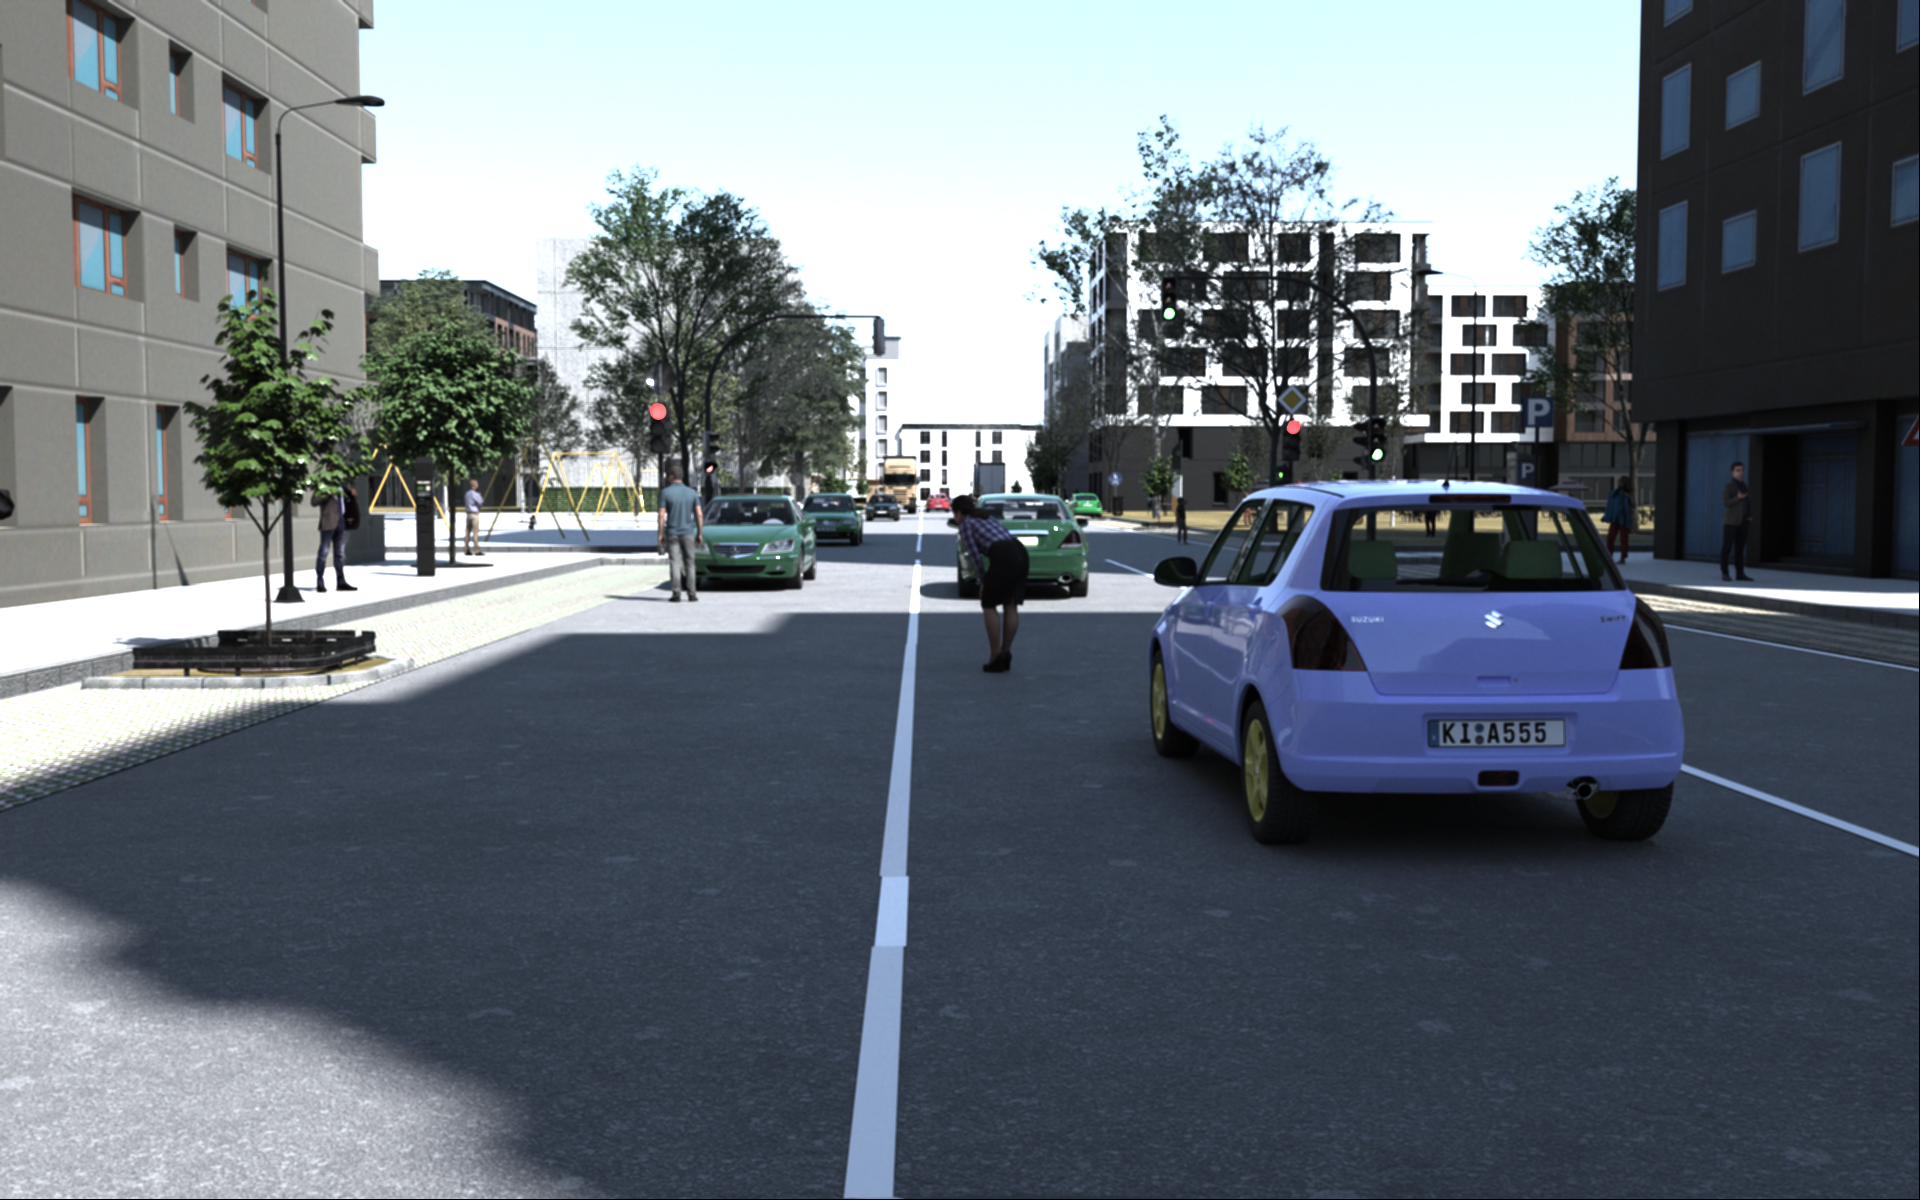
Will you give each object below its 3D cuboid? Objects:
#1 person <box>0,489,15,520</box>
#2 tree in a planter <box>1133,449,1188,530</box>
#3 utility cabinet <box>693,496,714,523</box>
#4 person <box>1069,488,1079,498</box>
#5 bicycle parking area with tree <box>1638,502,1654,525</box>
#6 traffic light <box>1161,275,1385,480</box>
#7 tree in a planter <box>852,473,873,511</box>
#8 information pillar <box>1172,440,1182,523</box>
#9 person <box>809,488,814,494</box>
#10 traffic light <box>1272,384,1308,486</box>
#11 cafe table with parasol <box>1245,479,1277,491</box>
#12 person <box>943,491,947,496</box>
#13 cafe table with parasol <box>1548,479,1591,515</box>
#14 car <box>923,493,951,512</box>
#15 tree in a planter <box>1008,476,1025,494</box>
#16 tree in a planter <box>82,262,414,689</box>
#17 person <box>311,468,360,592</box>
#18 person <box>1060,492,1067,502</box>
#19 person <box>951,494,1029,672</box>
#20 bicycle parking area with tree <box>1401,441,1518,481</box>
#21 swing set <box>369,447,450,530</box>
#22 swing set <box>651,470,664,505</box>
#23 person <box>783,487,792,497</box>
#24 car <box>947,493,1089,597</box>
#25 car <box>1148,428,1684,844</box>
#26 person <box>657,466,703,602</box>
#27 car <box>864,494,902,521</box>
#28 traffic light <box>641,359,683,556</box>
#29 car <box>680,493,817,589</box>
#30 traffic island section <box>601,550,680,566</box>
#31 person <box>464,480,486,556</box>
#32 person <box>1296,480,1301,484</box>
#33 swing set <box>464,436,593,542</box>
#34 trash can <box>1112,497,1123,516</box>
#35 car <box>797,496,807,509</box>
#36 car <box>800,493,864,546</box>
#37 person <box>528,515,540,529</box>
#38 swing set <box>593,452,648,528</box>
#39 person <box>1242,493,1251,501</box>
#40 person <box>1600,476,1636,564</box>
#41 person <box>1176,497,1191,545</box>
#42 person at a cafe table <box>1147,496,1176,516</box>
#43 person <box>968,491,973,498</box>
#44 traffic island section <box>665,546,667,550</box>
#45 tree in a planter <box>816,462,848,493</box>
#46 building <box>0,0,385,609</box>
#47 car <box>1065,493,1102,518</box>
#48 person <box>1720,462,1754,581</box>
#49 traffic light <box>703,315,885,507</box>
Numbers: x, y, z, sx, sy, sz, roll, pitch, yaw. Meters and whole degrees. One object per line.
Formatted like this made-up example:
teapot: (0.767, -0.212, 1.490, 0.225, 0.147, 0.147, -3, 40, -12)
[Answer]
person: (-9.098, -0.490, 15.931, 0.662, 1.594, 0.647, 1, 4, 19)
tree in a planter: (7.944, -4.390, 68.996, 1.991, 3.239, 1.994, 0, 4, -1)
utility cabinet: (-8.647, -2.955, 59.482, 1.020, 1.237, 0.306, 0, 4, -2)
person: (9.448, -8.235, 141.200, 1.217, 1.766, 0.721, -1, 4, -16)
bicycle parking area with tree: (32.878, -5.147, 71.163, 9.016, 4.147, 8.231, -2, 4, -25)
traffic light: (6.526, -3.760, 36.149, 4.771, 5.953, 1.251, 0, 4, -1)
tree in a planter: (-8.254, -9.088, 145.816, 1.991, 3.239, 1.994, 0, 4, -1)
information pillar: (9.453, -5.141, 75.404, 0.504, 3.616, 0.183, 3, 5, 41)
person: (-11.202, -7.522, 129.473, 0.568, 1.767, 0.683, -1, 4, -15)
traffic light: (8.445, -3.388, 44.318, 0.839, 4.253, 0.868, 0, 4, -1)
cafe table with parasol: (14.256, -4.641, 80.750, 2.610, 1.966, 2.610, 0, 4, 2)
person: (-1.468, -9.290, 161.305, 0.541, 1.710, 0.530, 0, 4, 1)
cafe table with parasol: (28.525, -4.660, 81.063, 2.610, 1.966, 2.610, -1, 4, -13)
car: (-1.781, -7.782, 136.270, 2.155, 1.783, 4.494, 0, 4, -3)
tree in a planter: (5.710, -10.813, 174.014, 1.991, 3.239, 1.994, 0, 4, -1)
tree in a planter: (-5.442, -0.998, 13.540, 1.991, 3.239, 1.994, 0, 4, -1)
person: (-8.170, -0.968, 22.695, 0.431, 1.722, 0.655, 2, 4, 28)
person: (8.882, -8.661, 148.202, 0.990, 1.755, 0.434, -3, 5, -45)
person: (0.223, -0.138, 13.996, 0.697, 1.427, 0.421, 3, 4, 36)
bicycle parking area with tree: (29.188, -6.663, 95.944, 9.016, 4.147, 8.231, 0, 4, -6)
swing set: (-17.346, -3.384, 52.953, 2.862, 2.851, 3.119, -2, 4, -31)
swing set: (-19.996, -7.126, 114.138, 3.119, 2.851, 2.862, -2, 4, -26)
person: (-11.825, -6.885, 119.055, 0.568, 1.767, 0.683, 1, 4, 14)
car: (0.870, -0.840, 25.537, 2.131, 1.459, 4.920, 0, 4, 0)
car: (1.968, 0.071, 8.429, 1.945, 1.707, 3.694, 0, 4, -3)
person: (-3.729, -0.884, 23.079, 0.598, 1.807, 0.434, -1, 4, -11)
car: (-4.113, -5.063, 92.569, 2.009, 1.686, 4.222, 0, 4, 0)
traffic light: (-6.202, -2.880, 36.004, 0.839, 4.253, 0.868, 0, 4, -1)
car: (-3.307, -0.965, 27.581, 2.131, 1.459, 4.920, 0, 4, -1)
traffic island section: (-6.243, -0.847, 36.137, 2.009, 0.180, 2.903, 0, 4, -1)
person: (-10.126, -1.710, 36.068, 0.516, 1.574, 0.319, 3, 5, 41)
person: (12.627, -3.568, 64.512, 0.598, 1.807, 0.434, -2, 4, -28)
swing set: (-12.109, -3.092, 48.173, 2.862, 2.851, 3.119, -2, 4, -26)
trash can: (9.270, -5.509, 101.733, 0.748, 1.137, 0.748, 0, 3, 0)
car: (-7.219, -4.619, 87.884, 2.083, 1.381, 4.827, 0, 4, -1)
car: (-3.703, -2.477, 49.298, 1.959, 1.807, 4.718, 0, 4, -1)
person: (-15.394, -2.818, 62.593, 0.357, 0.543, 0.381, 1, 4, 21)
swing set: (-14.050, -4.147, 65.419, 3.119, 2.851, 2.862, 2, 4, 26)
person: (12.111, -3.847, 72.855, 0.435, 1.345, 0.340, -3, 4, -38)
person: (12.049, -1.465, 31.701, 0.444, 1.614, 0.593, -1, 4, -11)
person: (6.343, -2.250, 49.190, 0.340, 1.345, 0.435, 2, 4, 26)
person at a cafe table: (11.668, -5.501, 100.796, 1.698, 1.238, 1.726, -3, 5, -44)
person: (1.169, -11.119, 191.119, 1.217, 1.723, 0.721, 0, 4, 1)
traffic island section: (-6.413, -1.336, 44.121, 2.009, 0.180, 2.903, 0, 4, -1)
tree in a planter: (-7.218, -6.098, 96.924, 1.991, 3.239, 1.994, 0, 4, -1)
building: (-25.155, -10.604, 18.410, 28.899, 21.520, 27.650, 0, 4, -1)
car: (7.089, -5.558, 99.667, 1.959, 1.807, 4.718, 0, 4, -2)
person: (11.535, -1.157, 25.492, 0.617, 1.759, 0.750, -1, 4, -12)
traffic light: (-4.283, -4.245, 44.066, 4.771, 5.953, 1.251, 0, 4, -1)
